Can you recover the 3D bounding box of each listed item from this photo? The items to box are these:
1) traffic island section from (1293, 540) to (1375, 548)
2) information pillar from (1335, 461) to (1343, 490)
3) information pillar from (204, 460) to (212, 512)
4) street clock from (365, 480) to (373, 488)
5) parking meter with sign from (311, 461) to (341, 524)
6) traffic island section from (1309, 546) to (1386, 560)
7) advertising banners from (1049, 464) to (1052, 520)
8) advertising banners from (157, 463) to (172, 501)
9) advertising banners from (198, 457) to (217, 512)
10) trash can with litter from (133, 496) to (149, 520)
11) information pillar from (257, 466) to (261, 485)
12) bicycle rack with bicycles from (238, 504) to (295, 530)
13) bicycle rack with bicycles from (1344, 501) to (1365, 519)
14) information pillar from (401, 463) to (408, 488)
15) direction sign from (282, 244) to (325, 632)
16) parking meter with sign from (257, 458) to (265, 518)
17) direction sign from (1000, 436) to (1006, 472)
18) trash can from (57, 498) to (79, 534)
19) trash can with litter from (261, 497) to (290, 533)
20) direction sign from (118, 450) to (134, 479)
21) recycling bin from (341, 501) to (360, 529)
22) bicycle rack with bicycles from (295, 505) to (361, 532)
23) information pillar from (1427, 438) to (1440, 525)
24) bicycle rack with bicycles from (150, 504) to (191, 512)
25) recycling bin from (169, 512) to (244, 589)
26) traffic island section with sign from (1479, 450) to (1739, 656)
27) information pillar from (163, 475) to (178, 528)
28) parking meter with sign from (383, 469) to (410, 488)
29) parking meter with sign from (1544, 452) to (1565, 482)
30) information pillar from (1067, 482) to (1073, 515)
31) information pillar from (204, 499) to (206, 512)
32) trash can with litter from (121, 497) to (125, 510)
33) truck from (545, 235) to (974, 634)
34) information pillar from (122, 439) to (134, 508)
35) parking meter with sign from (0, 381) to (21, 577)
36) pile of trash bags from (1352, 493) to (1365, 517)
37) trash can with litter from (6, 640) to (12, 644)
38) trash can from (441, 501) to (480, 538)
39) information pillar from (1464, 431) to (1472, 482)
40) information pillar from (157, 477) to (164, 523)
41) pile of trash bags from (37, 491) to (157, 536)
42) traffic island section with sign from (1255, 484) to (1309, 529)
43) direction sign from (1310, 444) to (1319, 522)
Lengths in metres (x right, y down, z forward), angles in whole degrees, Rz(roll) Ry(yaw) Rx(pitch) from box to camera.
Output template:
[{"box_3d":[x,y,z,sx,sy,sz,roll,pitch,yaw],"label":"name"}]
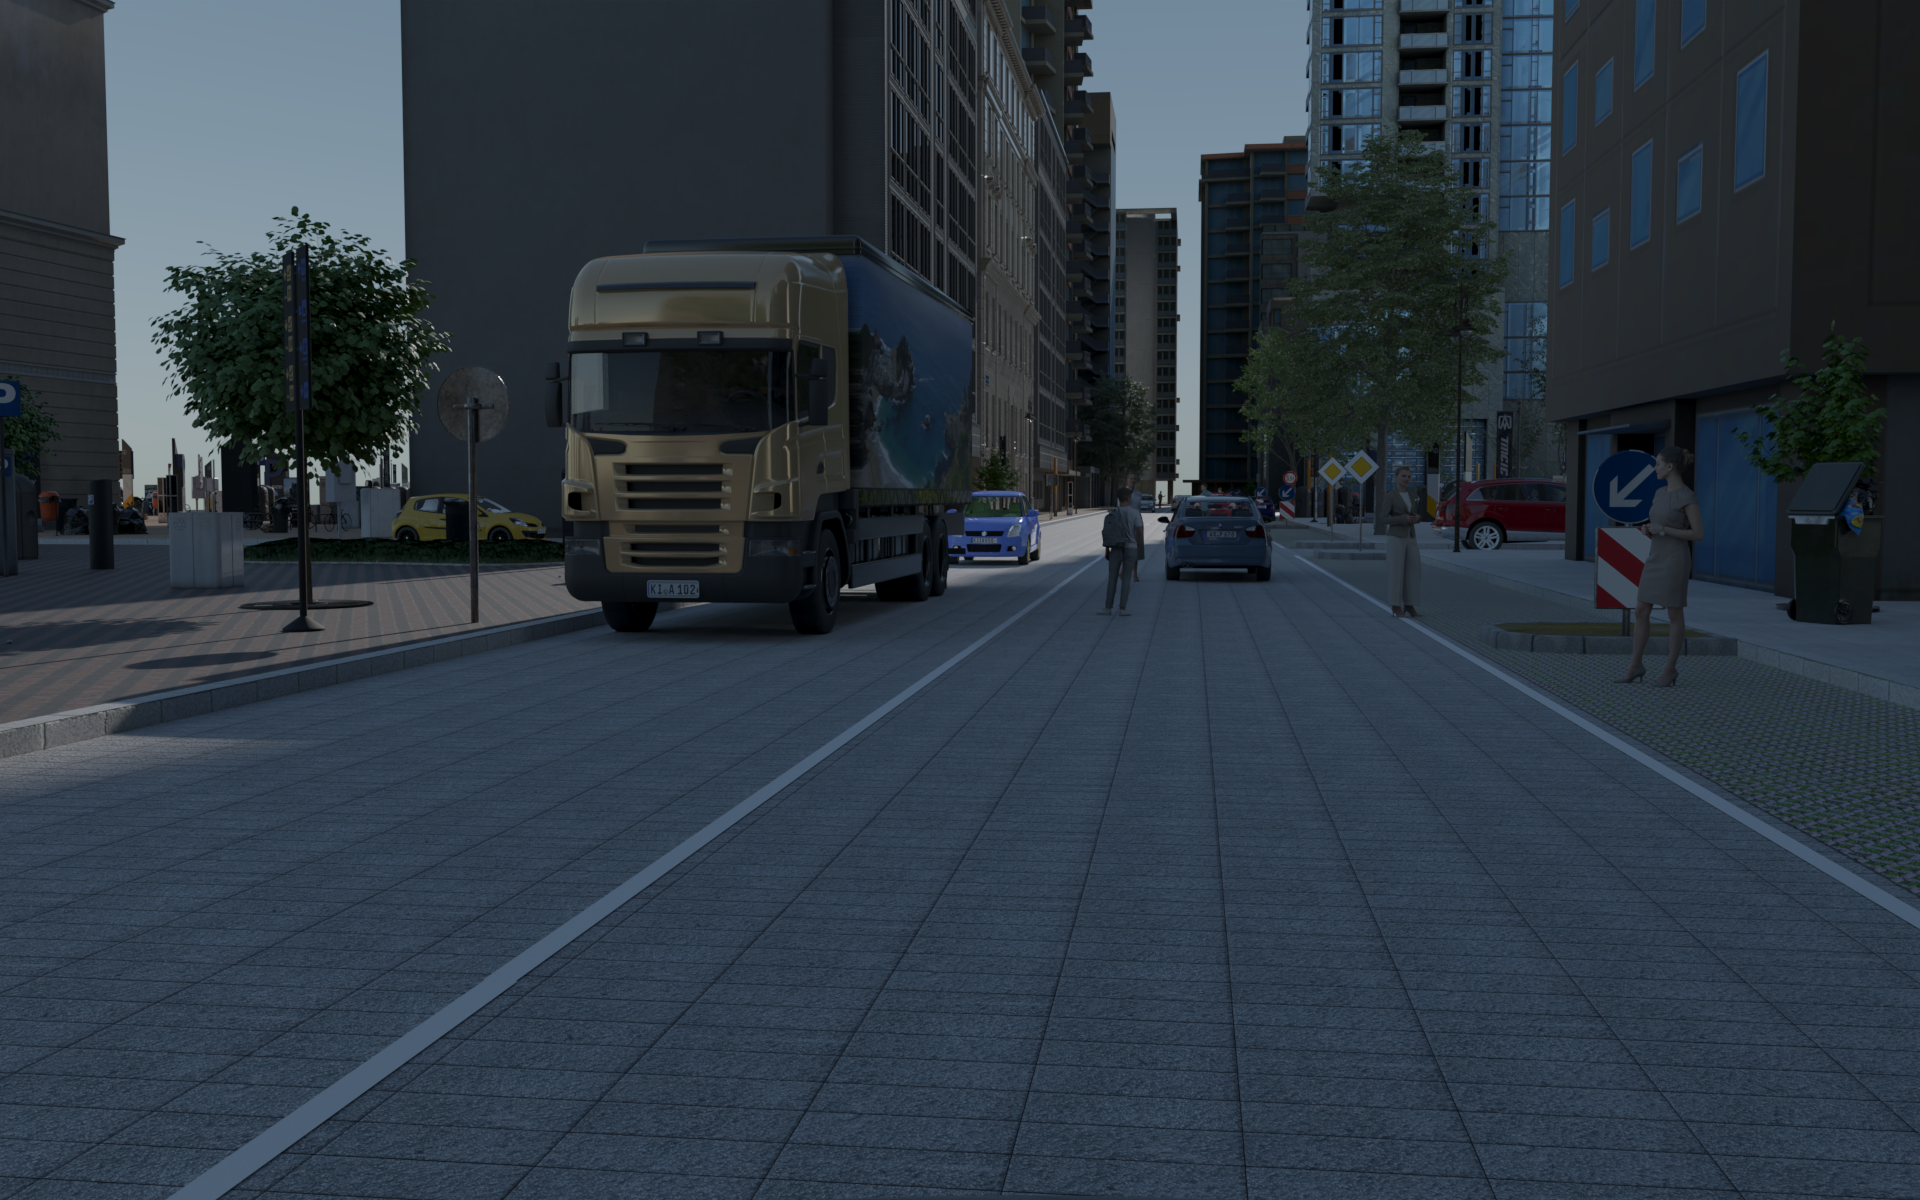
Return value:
[{"box_3d":[10.048,-1.496,46.736,2.009,0.180,2.903,0,4,8],"label":"traffic island section"},{"box_3d":[25.327,-7.615,115.861,0.504,3.616,0.183,3,4,36],"label":"information pillar"},{"box_3d":[-51.539,-7.797,118.835,0.504,3.616,0.183,0,4,-2],"label":"information pillar"},{"box_3d":[-30.250,-5.143,88.651,0.358,2.002,0.471,-3,5,-39],"label":"street clock"},{"box_3d":[-26.741,-4.719,73.415,1.738,3.016,0.543,1,4,21],"label":"parking meter with sign"},{"box_3d":[8.993,-1.012,38.821,2.009,0.180,2.903,0,4,8],"label":"traffic island section"},{"box_3d":[4.440,-5.436,85.060,0.090,3.025,2.074,0,4,5],"label":"advertising banners"},{"box_3d":[-44.915,-6.219,97.873,0.090,3.025,2.074,0,4,-3],"label":"advertising banners"},{"box_3d":[-35.033,-5.165,80.629,0.090,3.025,2.074,-3,5,-43],"label":"advertising banners"},{"box_3d":[-40.433,-4.516,85.217,0.624,1.170,1.055,0,4,1],"label":"trash can with litter"},{"box_3d":[-36.459,-6.031,89.964,0.183,3.616,0.504,0,4,5],"label":"information pillar"},{"box_3d":[-24.844,-2.978,62.075,2.925,0.926,2.852,0,4,-7],"label":"bicycle rack with bicycles"},{"box_3d":[20.867,-4.621,88.934,2.925,0.926,2.852,-1,4,-17],"label":"bicycle rack with bicycles"},{"box_3d":[-41.391,-8.425,129.107,0.504,3.616,0.183,1,4,9],"label":"information pillar"},{"box_3d":[-6.163,-1.478,16.162,0.379,3.537,0.876,-2,4,-34],"label":"direction sign"},{"box_3d":[-30.232,-4.715,73.358,1.738,3.016,0.543,2,4,27],"label":"parking meter with sign"},{"box_3d":[1.671,-4.630,67.692,0.379,3.537,0.876,-1,4,-13],"label":"direction sign"},{"box_3d":[-29.020,-2.728,56.257,0.748,1.137,0.748,0,3,0],"label":"trash can"},{"box_3d":[-22.601,-2.794,57.064,1.055,1.170,0.624,2,4,25],"label":"trash can with litter"},{"box_3d":[-43.434,-6.010,90.253,0.379,3.537,0.876,2,4,30],"label":"direction sign"},{"box_3d":[-22.850,-3.197,64.818,0.722,1.027,0.722,-1,4,-17],"label":"recycling bin"},{"box_3d":[-20.712,-2.824,59.553,2.852,0.926,2.925,0,4,5],"label":"bicycle rack with bicycles"},{"box_3d":[19.505,-4.889,71.295,0.504,3.616,0.183,2,4,33],"label":"information pillar"},{"box_3d":[-50.880,-6.003,111.537,2.925,0.926,2.852,0,4,7],"label":"bicycle rack with bicycles"},{"box_3d":[-10.361,-0.690,23.830,0.722,1.027,0.722,0,4,4],"label":"recycling bin"},{"box_3d":[5.998,-0.469,16.292,1.989,1.847,2.006,0,4,8],"label":"traffic island section with sign"},{"box_3d":[-29.984,-3.757,65.925,0.304,2.012,0.304,3,4,38],"label":"information pillar"},{"box_3d":[-38.470,-7.434,117.802,1.738,3.016,0.543,1,4,18],"label":"parking meter with sign"},{"box_3d":[24.531,-4.609,71.619,1.738,3.016,0.543,-2,4,-28],"label":"parking meter with sign"},{"box_3d":[6.589,-6.091,104.080,0.304,2.012,0.304,-1,4,-13],"label":"information pillar"},{"box_3d":[-52.361,-7.083,120.299,0.304,2.012,0.304,-2,4,-30],"label":"information pillar"},{"box_3d":[-34.672,-3.627,70.691,1.055,1.170,0.624,-1,4,-19],"label":"trash can with litter"},{"box_3d":[-1.912,-1.976,21.214,2.839,4.237,11.283,1,4,9],"label":"truck"},{"box_3d":[-35.314,-5.023,73.475,0.504,3.616,0.183,1,4,19],"label":"information pillar"},{"box_3d":[-15.168,-1.904,27.393,0.543,3.016,1.738,-2,4,-31],"label":"parking meter with sign"},{"box_3d":[22.875,-5.397,97.992,1.912,1.369,3.447,-1,4,-11],"label":"pile of trash bags"},{"box_3d":[-9.224,-0.255,15.228,1.678,1.210,2.233,-2,4,-24],"label":"trash can with litter"},{"box_3d":[-10.045,-1.421,34.887,0.748,1.137,0.748,0,3,0],"label":"trash can"},{"box_3d":[18.942,-4.483,64.656,0.183,3.616,0.504,3,5,44],"label":"information pillar"},{"box_3d":[-34.901,-4.363,75.825,0.304,2.012,0.304,1,4,11],"label":"information pillar"},{"box_3d":[-27.300,-2.717,54.170,1.912,1.369,3.447,1,4,19],"label":"pile of trash bags"},{"box_3d":[13.379,-3.855,71.664,1.989,1.847,2.006,0,4,8],"label":"traffic island section with sign"},{"box_3d":[16.107,-5.302,78.683,0.379,3.537,0.876,-1,4,-12],"label":"direction sign"}]
